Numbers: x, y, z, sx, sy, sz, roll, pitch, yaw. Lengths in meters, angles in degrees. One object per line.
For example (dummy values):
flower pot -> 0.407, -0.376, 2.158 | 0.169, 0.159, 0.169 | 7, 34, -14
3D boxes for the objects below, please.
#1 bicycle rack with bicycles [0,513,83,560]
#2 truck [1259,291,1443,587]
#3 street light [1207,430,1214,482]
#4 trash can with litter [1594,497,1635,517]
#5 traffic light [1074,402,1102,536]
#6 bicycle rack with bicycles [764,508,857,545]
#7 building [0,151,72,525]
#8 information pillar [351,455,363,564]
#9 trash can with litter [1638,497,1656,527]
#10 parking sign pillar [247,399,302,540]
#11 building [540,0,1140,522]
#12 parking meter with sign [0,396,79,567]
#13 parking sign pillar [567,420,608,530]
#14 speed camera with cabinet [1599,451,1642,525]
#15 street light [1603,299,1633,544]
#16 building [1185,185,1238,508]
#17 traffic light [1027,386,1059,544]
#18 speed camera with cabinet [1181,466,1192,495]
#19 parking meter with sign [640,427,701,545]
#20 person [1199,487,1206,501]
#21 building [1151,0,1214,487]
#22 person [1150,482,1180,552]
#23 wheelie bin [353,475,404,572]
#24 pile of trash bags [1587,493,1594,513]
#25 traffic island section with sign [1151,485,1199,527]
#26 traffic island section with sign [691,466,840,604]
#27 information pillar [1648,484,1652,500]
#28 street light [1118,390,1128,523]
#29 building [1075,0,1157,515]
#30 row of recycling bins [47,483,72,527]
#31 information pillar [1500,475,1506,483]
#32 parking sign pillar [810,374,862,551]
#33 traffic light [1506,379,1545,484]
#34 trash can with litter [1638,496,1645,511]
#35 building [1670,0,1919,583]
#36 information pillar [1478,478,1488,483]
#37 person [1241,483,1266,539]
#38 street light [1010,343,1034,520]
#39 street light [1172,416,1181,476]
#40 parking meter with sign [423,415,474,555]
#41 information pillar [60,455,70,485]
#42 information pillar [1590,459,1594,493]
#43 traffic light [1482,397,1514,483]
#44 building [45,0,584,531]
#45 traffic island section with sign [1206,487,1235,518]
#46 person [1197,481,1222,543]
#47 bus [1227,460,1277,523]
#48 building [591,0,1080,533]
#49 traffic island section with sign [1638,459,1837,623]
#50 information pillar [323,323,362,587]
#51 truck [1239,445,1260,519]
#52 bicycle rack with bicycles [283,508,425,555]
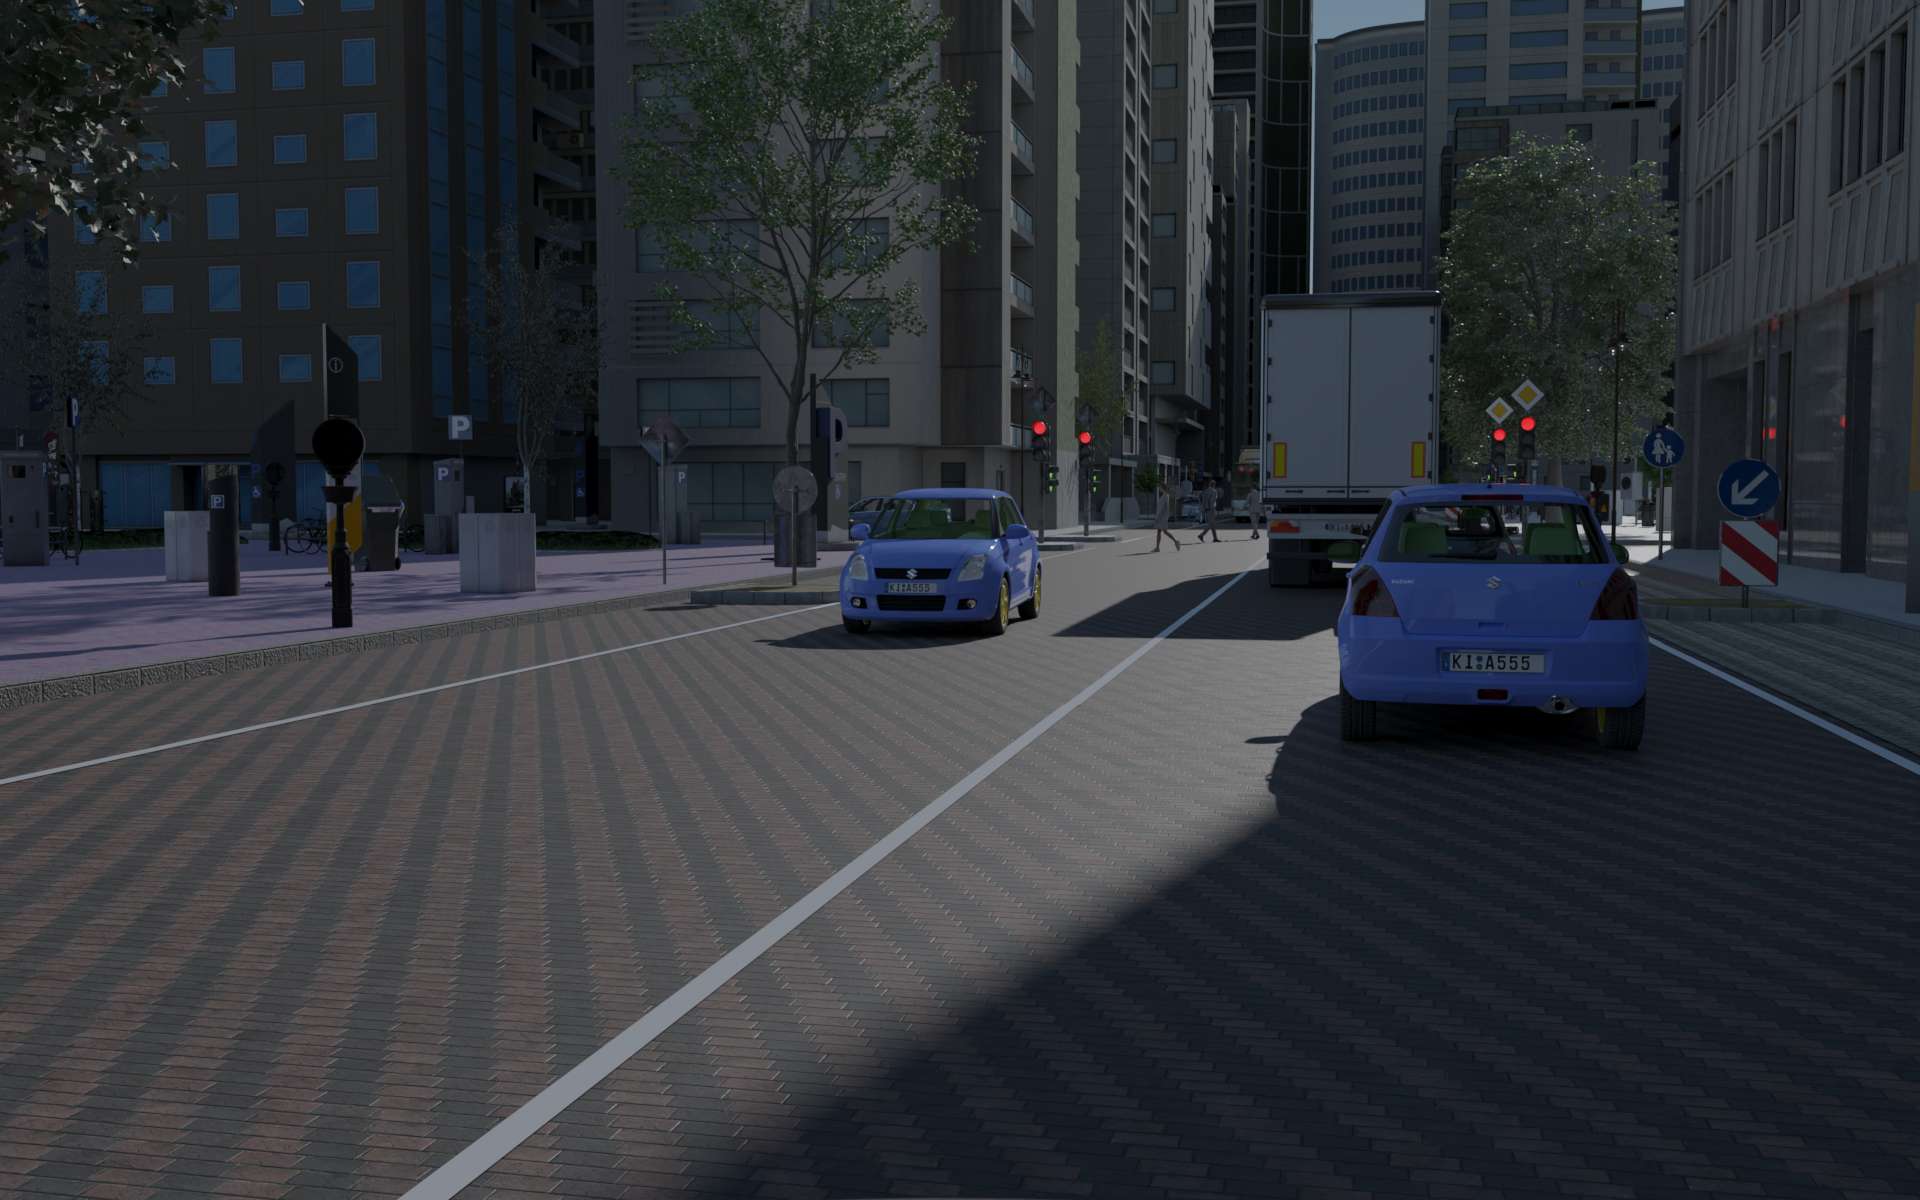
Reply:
bicycle rack with bicycles -> -18.460, -1.235, 33.574 | 2.852, 0.926, 2.925 | 2, 4, 34
truck -> 6.611, -2.491, 29.641 | 2.839, 4.237, 11.283 | 1, 4, 12
street light -> 18.096, -9.335, 125.422 | 0.468, 5.910, 1.993 | 1, 4, 13
trash can with litter -> 33.107, -4.761, 88.902 | 2.233, 1.210, 1.678 | -2, 4, -31
traffic light -> 3.868, -3.899, 52.676 | 0.839, 4.253, 0.868 | 1, 4, 13
bicycle rack with bicycles -> -3.653, -1.883, 44.172 | 2.852, 0.926, 2.925 | 1, 4, 16
building -> -51.753, -32.710, 76.810 | 28.212, 58.520, 21.231 | 1, 4, 13
information pillar -> -11.092, -1.662, 31.674 | 0.304, 2.012, 0.304 | 0, 4, -6
trash can with litter -> 27.009, -3.428, 67.431 | 1.055, 1.170, 0.624 | 0, 4, 0
parking sign pillar -> -19.342, -3.688, 48.776 | 1.447, 3.967, 1.447 | 1, 4, 22
building -> -7.464, -24.330, 89.670 | 32.217, 40.220, 23.993 | 1, 4, 13
parking meter with sign -> -16.686, -2.116, 30.864 | 1.738, 3.016, 0.543 | -1, 4, -16
parking sign pillar -> -13.447, -4.519, 62.364 | 1.447, 3.967, 1.447 | 0, 4, 8
speed camera with cabinet -> 27.554, -4.775, 72.400 | 0.660, 3.252, 2.038 | -1, 4, -22
street light -> 15.587, -4.181, 41.147 | 0.468, 5.910, 1.993 | 1, 4, 13
building -> 18.408, -23.882, 162.176 | 14.160, 30.474, 14.107 | 1, 4, 13
traffic light -> 2.127, -3.423, 44.882 | 0.839, 4.253, 0.868 | 1, 4, 13
speed camera with cabinet -> 16.518, -7.752, 121.078 | 2.038, 3.252, 0.660 | 1, 4, 22
parking meter with sign -> -7.379, -2.945, 44.409 | 1.738, 3.016, 0.543 | 3, 4, 36
person -> 12.794, -5.020, 90.849 | 0.520, 1.790, 0.573 | 1, 4, 15
building -> 6.429, -33.833, 142.405 | 28.713, 52.752, 27.495 | 1, 4, 13
person -> 5.059, -2.050, 42.768 | 0.760, 1.731, 0.466 | -1, 4, -21
wheelie bin -> -9.808, -1.285, 28.924 | 0.693, 1.594, 0.980 | 3, 5, 43
pile of trash bags -> 37.753, -6.017, 108.131 | 3.447, 1.369, 1.912 | 0, 4, -2
traffic island section with sign -> 9.634, -4.196, 77.227 | 1.989, 1.847, 2.006 | 1, 4, 13
traffic island section with sign -> -2.373, -0.910, 23.500 | 1.989, 1.847, 2.006 | 1, 4, 13
information pillar -> 41.177, -6.850, 103.344 | 0.183, 3.616, 0.504 | 2, 4, 32
street light -> 7.220, -6.382, 77.133 | 0.468, 5.910, 1.993 | 1, 4, 13
building -> 4.463, -41.517, 117.058 | 20.563, 71.187, 20.611 | 1, 4, 13
row of recycling bins -> -36.025, -3.738, 68.234 | 3.534, 1.692, 1.069 | 2, 4, 26
information pillar -> 21.161, -3.871, 67.782 | 0.304, 2.012, 0.304 | 2, 4, 32
parking sign pillar -> -2.968, -3.114, 39.389 | 1.447, 3.967, 1.447 | 1, 4, 17
traffic light -> 13.805, -3.265, 42.299 | 0.839, 4.253, 0.868 | 1, 4, 13
trash can with litter -> 38.156, -5.333, 98.244 | 2.233, 1.210, 1.678 | 0, 4, 2
building -> 20.432, -12.907, 29.059 | 12.078, 24.808, 19.932 | 1, 4, 13
information pillar -> 23.220, -4.432, 76.953 | 0.304, 2.012, 0.304 | -1, 4, -9
person -> 9.327, -2.818, 54.849 | 0.678, 1.792, 0.850 | -1, 4, -18
street light -> 1.921, -4.928, 53.361 | 0.468, 5.910, 1.993 | 1, 4, 13
street light -> 12.602, -7.850, 101.135 | 0.468, 5.910, 1.993 | 1, 4, 13
parking meter with sign -> -11.050, -2.514, 37.369 | 0.543, 3.016, 1.738 | 0, 4, 5
information pillar -> -36.776, -4.878, 71.111 | 0.504, 3.616, 0.183 | 1, 4, 11
information pillar -> 41.691, -7.516, 114.237 | 0.183, 3.616, 0.504 | 3, 4, 37
traffic light -> 15.546, -3.741, 50.093 | 0.839, 4.253, 0.868 | 1, 4, 13
building -> -24.234, -25.464, 66.451 | 14.200, 45.320, 14.600 | 1, 4, 13
traffic island section with sign -> 15.503, -5.805, 103.538 | 1.989, 1.847, 2.006 | 1, 4, 13
person -> 7.424, -2.610, 51.268 | 0.850, 1.850, 0.679 | -1, 4, -17
bus -> 15.757, -5.799, 89.680 | 2.948, 3.499, 13.247 | 1, 4, 13
building -> -3.731, -23.092, 61.156 | 14.154, 41.232, 14.086 | 1, 4, 13
traffic island section with sign -> 8.898, -0.707, 20.185 | 1.989, 1.847, 2.006 | 1, 4, 13
information pillar -> -8.579, -1.999, 24.041 | 0.183, 3.616, 0.504 | 3, 5, 43
truck -> 17.859, -6.915, 101.970 | 2.839, 4.237, 11.283 | 1, 4, 13
bicycle rack with bicycles -> -13.265, -1.460, 37.255 | 2.925, 0.926, 2.852 | 1, 4, 11
